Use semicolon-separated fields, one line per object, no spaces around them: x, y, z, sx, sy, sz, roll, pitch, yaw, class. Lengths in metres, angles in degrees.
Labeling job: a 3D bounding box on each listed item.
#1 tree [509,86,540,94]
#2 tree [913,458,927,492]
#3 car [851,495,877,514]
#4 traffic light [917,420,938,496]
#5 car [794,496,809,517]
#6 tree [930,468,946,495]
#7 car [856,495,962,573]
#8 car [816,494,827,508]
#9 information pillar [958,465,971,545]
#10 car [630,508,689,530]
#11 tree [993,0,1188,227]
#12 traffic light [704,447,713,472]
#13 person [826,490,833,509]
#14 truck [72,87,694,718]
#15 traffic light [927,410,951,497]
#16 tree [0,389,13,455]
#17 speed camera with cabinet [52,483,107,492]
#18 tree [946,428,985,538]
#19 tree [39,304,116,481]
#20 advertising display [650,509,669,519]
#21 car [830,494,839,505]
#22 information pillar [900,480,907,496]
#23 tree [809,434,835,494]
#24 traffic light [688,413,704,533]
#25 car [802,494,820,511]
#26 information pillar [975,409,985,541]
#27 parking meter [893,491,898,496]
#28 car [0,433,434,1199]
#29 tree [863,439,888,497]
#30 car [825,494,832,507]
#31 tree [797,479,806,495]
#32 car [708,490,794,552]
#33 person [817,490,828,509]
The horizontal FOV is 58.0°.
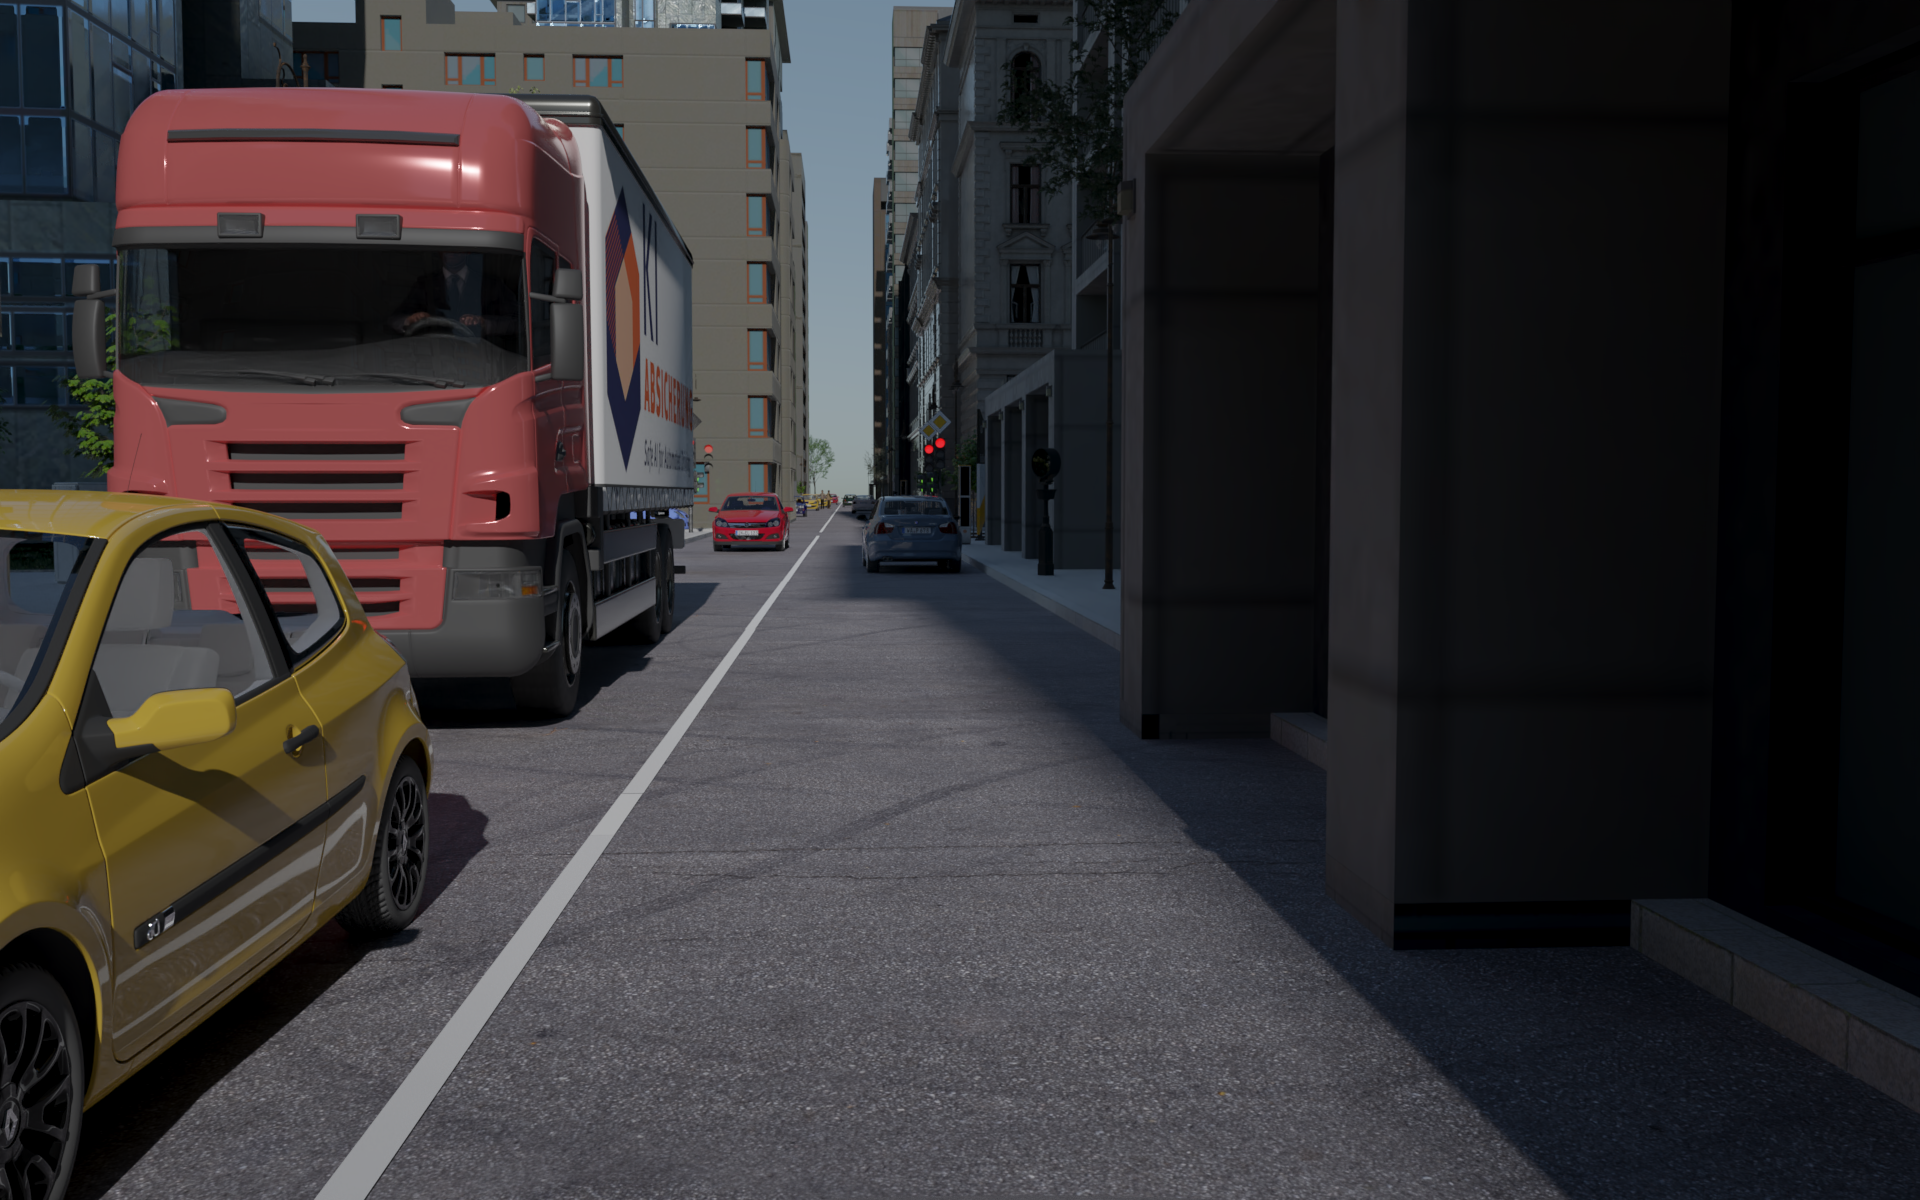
-8.321;-4.917;30.764;4.737;8.622;4.395;0;3;0;tree
-1.349;-5.084;77.720;1.663;3.219;1.824;0;3;0;tree
-7.040;-7.061;127.817;2.083;1.381;4.827;0;4;-2;car
-1.211;-4.716;66.034;0.839;4.253;0.868;0;4;-4;traffic light
-10.555;-5.944;109.763;1.945;1.354;3.894;0;4;-5;car
0.177;-3.683;54.825;1.663;3.219;1.824;0;3;0;tree
-0.953;-1.279;32.922;2.014;1.417;4.499;0;4;-5;car
-14.880;-10.586;183.309;2.015;1.641;3.980;0;4;-4;car
0.117;-2.417;44.012;0.304;2.012;0.304;0;4;-4;information pillar
-11.460;-3.184;61.646;3.694;1.707;1.945;0;4;-2;car
3.823;-4.925;14.933;7.601;10.594;8.767;0;3;0;tree
-9.454;-4.683;65.489;0.839;4.253;0.868;0;4;-4;traffic light
-12.726;-9.770;168.332;0.705;1.812;1.348;-2;4;-33;person
-3.900;-1.559;14.405;2.839;4.237;11.283;0;4;-4;truck
-0.696;-4.229;58.066;0.839;4.253;0.868;0;4;-4;traffic light
-20.039;-3.015;33.011;4.285;4.588;4.351;0;3;0;tree
-12.279;-1.907;25.512;0.660;3.252;2.038;2;4;27;speed camera with cabinet
0.531;-3.438;50.809;1.663;3.219;1.824;0;3;0;tree
-7.175;-1.262;15.230;1.663;3.219;1.824;0;3;0;tree
-8.916;-2.828;51.454;0.123;1.923;0.974;1;4;18;advertising display
-17.249;-13.661;232.392;2.155;1.783;4.494;0;4;-2;car
-3.011;-5.403;92.824;0.304;2.012;0.304;1;4;9;information pillar
-25.286;-22.899;300.150;9.928;11.665;9.643;0;3;0;tree
-8.940;-4.196;57.520;0.839;4.253;0.868;0;4;-4;traffic light
-12.933;-8.445;148.298;2.015;1.641;3.980;0;4;-2;car
0.578;-3.447;47.706;0.183;3.616;0.504;1;4;20;information pillar
-4.909;-7.510;131.191;0.372;1.533;0.369;0;3;0;parking meter
-2.599;0.363;4.284;2.015;1.641;3.980;0;4;-2;car
-10.500;-16.898;226.637;4.360;8.622;3.978;0;3;0;tree
-15.313;-11.213;193.552;2.015;1.641;3.980;0;4;-5;car
-19.843;-13.541;215.997;1.663;3.219;1.824;0;3;0;tree
-5.345;-2.172;44.558;2.155;1.783;4.494;0;4;-3;car
-13.010;-9.475;163.433;1.348;1.823;0.705;2;4;26;person
